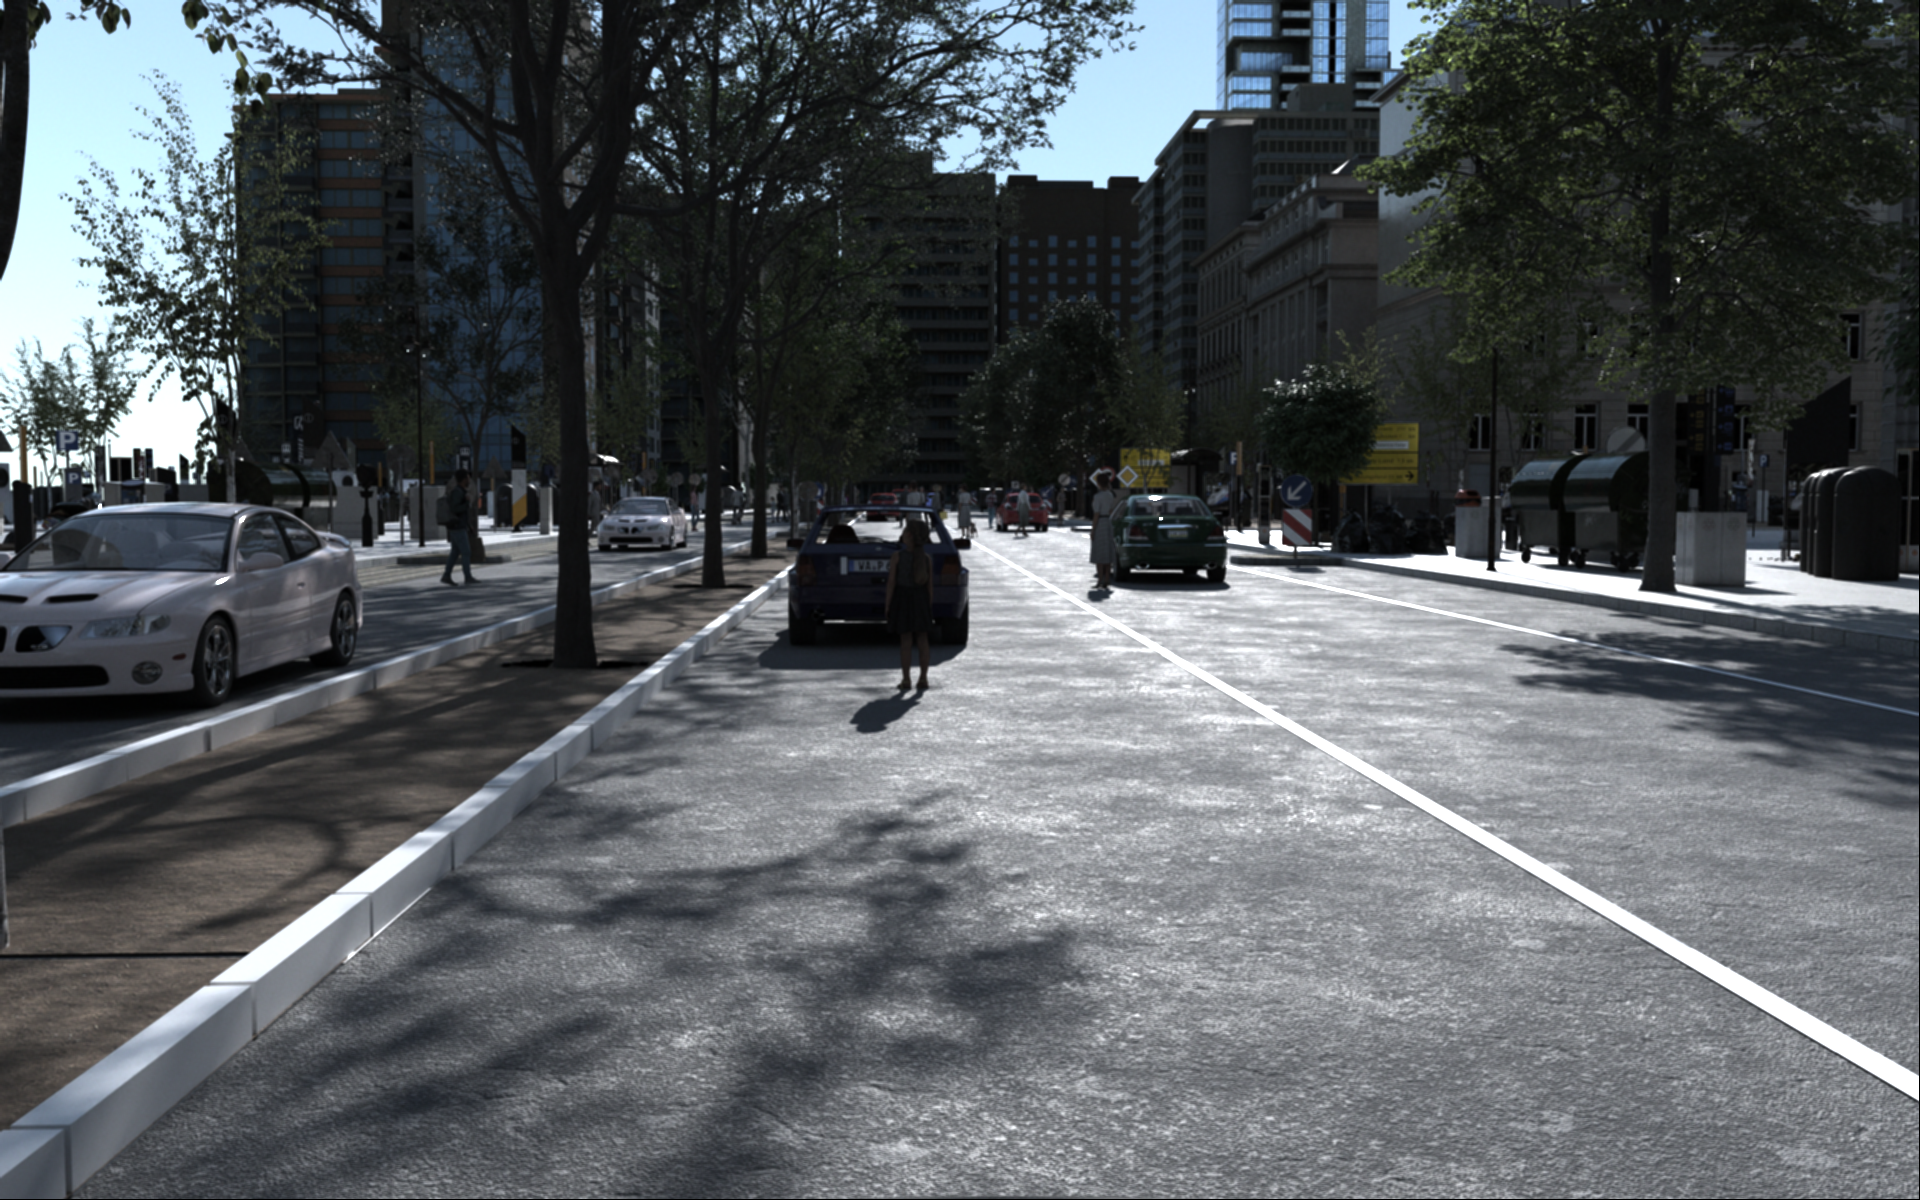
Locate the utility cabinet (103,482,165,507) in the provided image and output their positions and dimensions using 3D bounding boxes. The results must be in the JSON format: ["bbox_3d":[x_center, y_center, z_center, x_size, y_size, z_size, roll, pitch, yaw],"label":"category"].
[{"bbox_3d":[-14.869,-1.381,31.255,0.318,1.500,1.173,1,4,16],"label":"utility cabinet"}]

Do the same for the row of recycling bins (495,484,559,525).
[{"bbox_3d":[-17.486,-3.970,72.027,3.534,1.692,1.069,-1,4,-23],"label":"row of recycling bins"}]

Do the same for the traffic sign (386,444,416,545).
[{"bbox_3d":[-14.171,-2.681,43.937,0.768,2.556,0.104,0,4,1],"label":"traffic sign"}]

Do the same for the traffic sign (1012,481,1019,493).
[{"bbox_3d":[4.403,-8.296,137.770,0.606,2.300,0.079,0,4,6],"label":"traffic sign"}]

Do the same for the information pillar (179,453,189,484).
[{"bbox_3d":[-44.167,-6.561,98.632,0.504,3.616,0.183,-1,4,-20],"label":"information pillar"}]

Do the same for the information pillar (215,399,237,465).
[{"bbox_3d":[-17.500,-3.057,41.335,0.504,3.616,0.183,-3,5,-43],"label":"information pillar"}]

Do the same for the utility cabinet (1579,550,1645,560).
[{"bbox_3d":[12.489,-1.499,33.187,1.173,1.500,0.318,0,4,6],"label":"utility cabinet"}]

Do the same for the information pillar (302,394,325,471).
[{"bbox_3d":[-15.148,-3.012,40.601,0.504,3.616,0.183,-1,4,-9],"label":"information pillar"}]

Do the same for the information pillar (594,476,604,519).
[{"bbox_3d":[-14.828,-4.077,71.152,0.304,2.012,0.304,-3,5,-45],"label":"information pillar"}]

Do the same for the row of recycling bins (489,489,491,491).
[{"bbox_3d":[-35.324,-7.581,131.068,3.534,1.692,1.069,3,5,44],"label":"row of recycling bins"}]

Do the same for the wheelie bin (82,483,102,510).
[{"bbox_3d":[-25.876,-2.644,51.131,0.980,1.594,0.693,-2,4,-26],"label":"wheelie bin"}]

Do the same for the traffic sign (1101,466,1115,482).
[{"bbox_3d":[6.658,-4.797,78.537,0.768,2.556,0.104,0,4,6],"label":"traffic sign"}]

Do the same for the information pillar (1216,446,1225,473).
[{"bbox_3d":[12.727,-5.702,84.574,0.504,3.616,0.183,-2,4,-31],"label":"information pillar"}]

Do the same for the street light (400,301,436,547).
[{"bbox_3d":[-13.014,-4.216,41.721,0.468,5.910,1.993,0,4,-2],"label":"street light"}]

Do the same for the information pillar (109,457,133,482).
[{"bbox_3d":[-16.683,-1.835,34.487,0.304,2.012,0.304,2,4,28],"label":"information pillar"}]

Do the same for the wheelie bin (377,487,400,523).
[{"bbox_3d":[-25.892,-4.349,79.014,0.693,1.594,0.980,0,4,7],"label":"wheelie bin"}]

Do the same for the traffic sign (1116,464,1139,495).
[{"bbox_3d":[5.635,-3.347,58.362,0.795,2.450,0.064,0,4,-2],"label":"traffic sign"}]

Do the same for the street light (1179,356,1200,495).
[{"bbox_3d":[7.683,-5.214,58.044,0.468,5.910,1.993,0,4,-2],"label":"street light"}]

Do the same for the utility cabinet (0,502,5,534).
[{"bbox_3d":[-30.355,-2.808,54.594,0.318,1.500,1.173,-2,4,-24],"label":"utility cabinet"}]

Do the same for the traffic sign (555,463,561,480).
[{"bbox_3d":[-16.049,-4.286,70.179,0.768,2.556,0.104,0,4,7],"label":"traffic sign"}]

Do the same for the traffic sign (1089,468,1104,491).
[{"bbox_3d":[5.312,-3.835,66.341,0.795,2.450,0.064,0,4,-2],"label":"traffic sign"}]

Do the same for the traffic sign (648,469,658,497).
[{"bbox_3d":[-15.753,-5.381,88.085,0.768,2.556,0.104,0,4,5],"label":"traffic sign"}]

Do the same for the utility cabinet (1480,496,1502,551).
[{"bbox_3d":[12.158,-1.742,39.643,0.306,1.237,1.020,0,4,8],"label":"utility cabinet"}]

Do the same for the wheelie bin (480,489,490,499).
[{"bbox_3d":[-31.184,-6.472,113.728,0.980,1.594,0.693,0,4,2],"label":"wheelie bin"}]

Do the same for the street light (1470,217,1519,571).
[{"bbox_3d":[8.882,-3.425,28.786,0.468,5.910,1.993,0,4,-2],"label":"street light"}]

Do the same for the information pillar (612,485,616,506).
[{"bbox_3d":[-26.721,-7.894,133.551,0.304,2.012,0.304,-2,4,-30],"label":"information pillar"}]

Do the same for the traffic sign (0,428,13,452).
[{"bbox_3d":[-12.424,-1.343,21.958,0.884,2.594,0.081,0,4,6],"label":"traffic sign"}]

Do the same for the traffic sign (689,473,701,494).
[{"bbox_3d":[-16.293,-6.503,106.429,0.768,2.556,0.104,0,4,3],"label":"traffic sign"}]

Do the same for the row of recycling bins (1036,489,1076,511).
[{"bbox_3d":[7.490,-7.640,132.029,3.534,1.692,1.069,-1,4,-21],"label":"row of recycling bins"}]

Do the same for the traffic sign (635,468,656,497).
[{"bbox_3d":[-11.919,-3.793,65.665,0.795,2.450,0.064,0,4,-2],"label":"traffic sign"}]

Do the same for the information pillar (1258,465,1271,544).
[{"bbox_3d":[7.834,-2.452,44.588,0.304,2.012,0.304,0,4,4],"label":"information pillar"}]

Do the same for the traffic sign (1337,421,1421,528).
[{"bbox_3d":[11.761,-3.354,48.707,2.265,3.308,0.079,0,4,6],"label":"traffic sign"}]

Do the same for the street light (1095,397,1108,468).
[{"bbox_3d":[6.672,-6.654,81.587,0.468,5.910,1.993,0,4,-2],"label":"street light"}]

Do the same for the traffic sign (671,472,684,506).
[{"bbox_3d":[-16.444,-6.151,100.679,0.768,2.556,0.104,0,4,3],"label":"traffic sign"}]

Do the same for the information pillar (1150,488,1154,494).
[{"bbox_3d":[12.679,-6.763,115.068,0.304,2.012,0.304,3,4,36],"label":"information pillar"}]

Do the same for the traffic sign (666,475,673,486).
[{"bbox_3d":[-17.340,-6.240,103.215,0.795,2.450,0.064,0,4,0],"label":"traffic sign"}]

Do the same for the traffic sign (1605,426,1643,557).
[{"bbox_3d":[12.431,-1.978,32.445,0.768,2.556,0.104,0,4,1],"label":"traffic sign"}]

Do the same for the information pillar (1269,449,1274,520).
[{"bbox_3d":[15.157,-5.687,84.338,0.183,3.616,0.504,2,4,27],"label":"information pillar"}]

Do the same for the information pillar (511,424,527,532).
[{"bbox_3d":[-14.761,-4.071,57.921,0.504,3.616,0.183,-1,4,-15],"label":"information pillar"}]

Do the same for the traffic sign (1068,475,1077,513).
[{"bbox_3d":[7.538,-7.120,116.522,0.768,2.556,0.104,0,4,1],"label":"traffic sign"}]

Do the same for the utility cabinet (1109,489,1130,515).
[{"bbox_3d":[7.296,-4.384,80.354,1.173,1.500,0.318,-1,4,-22],"label":"utility cabinet"}]

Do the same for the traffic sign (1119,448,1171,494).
[{"bbox_3d":[8.122,-5.020,75.949,2.265,3.308,0.079,0,4,1],"label":"traffic sign"}]

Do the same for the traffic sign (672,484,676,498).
[{"bbox_3d":[-20.642,-7.638,124.988,0.768,2.556,0.104,0,4,0],"label":"traffic sign"}]

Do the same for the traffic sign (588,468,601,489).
[{"bbox_3d":[-17.854,-5.148,84.280,0.768,2.556,0.104,0,4,-1],"label":"traffic sign"}]

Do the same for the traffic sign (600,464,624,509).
[{"bbox_3d":[-11.596,-3.305,57.686,0.795,2.450,0.064,0,4,-2],"label":"traffic sign"}]

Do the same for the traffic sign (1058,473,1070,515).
[{"bbox_3d":[6.415,-6.525,106.784,0.768,2.556,0.104,0,4,-1],"label":"traffic sign"}]

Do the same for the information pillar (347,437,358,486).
[{"bbox_3d":[-24.990,-4.886,71.236,0.504,3.616,0.183,2,4,24],"label":"information pillar"}]

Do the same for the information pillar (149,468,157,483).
[{"bbox_3d":[-22.798,-2.736,49.221,0.304,2.012,0.304,2,4,27],"label":"information pillar"}]

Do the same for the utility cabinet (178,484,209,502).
[{"bbox_3d":[-17.183,-1.818,38.411,0.318,1.500,1.173,3,5,43],"label":"utility cabinet"}]

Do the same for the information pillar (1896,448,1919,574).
[{"bbox_3d":[15.347,-1.438,28.002,0.304,2.012,0.304,-1,4,-15],"label":"information pillar"}]

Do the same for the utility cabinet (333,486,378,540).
[{"bbox_3d":[-16.792,-2.411,48.101,1.173,1.500,0.318,-1,4,-19],"label":"utility cabinet"}]

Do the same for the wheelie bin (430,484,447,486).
[{"bbox_3d":[-16.230,-2.821,54.039,0.980,1.594,0.693,1,4,12],"label":"wheelie bin"}]

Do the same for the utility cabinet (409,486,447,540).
[{"bbox_3d":[-14.718,-2.399,47.895,1.173,1.500,0.318,2,4,32],"label":"utility cabinet"}]

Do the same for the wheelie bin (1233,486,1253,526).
[{"bbox_3d":[11.258,-3.736,68.999,0.693,1.594,0.980,0,4,-6],"label":"wheelie bin"}]

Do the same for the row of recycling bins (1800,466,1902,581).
[{"bbox_3d":[13.844,-1.221,27.081,1.069,1.692,3.534,1,4,17],"label":"row of recycling bins"}]

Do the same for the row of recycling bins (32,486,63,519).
[{"bbox_3d":[-46.254,-4.979,88.527,3.534,1.692,1.069,2,4,35],"label":"row of recycling bins"}]

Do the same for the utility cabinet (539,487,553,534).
[{"bbox_3d":[-13.198,-2.844,55.174,0.318,1.500,1.173,0,4,-8],"label":"utility cabinet"}]

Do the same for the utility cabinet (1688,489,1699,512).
[{"bbox_3d":[30.290,-3.852,71.656,0.318,1.500,1.173,1,4,13],"label":"utility cabinet"}]
